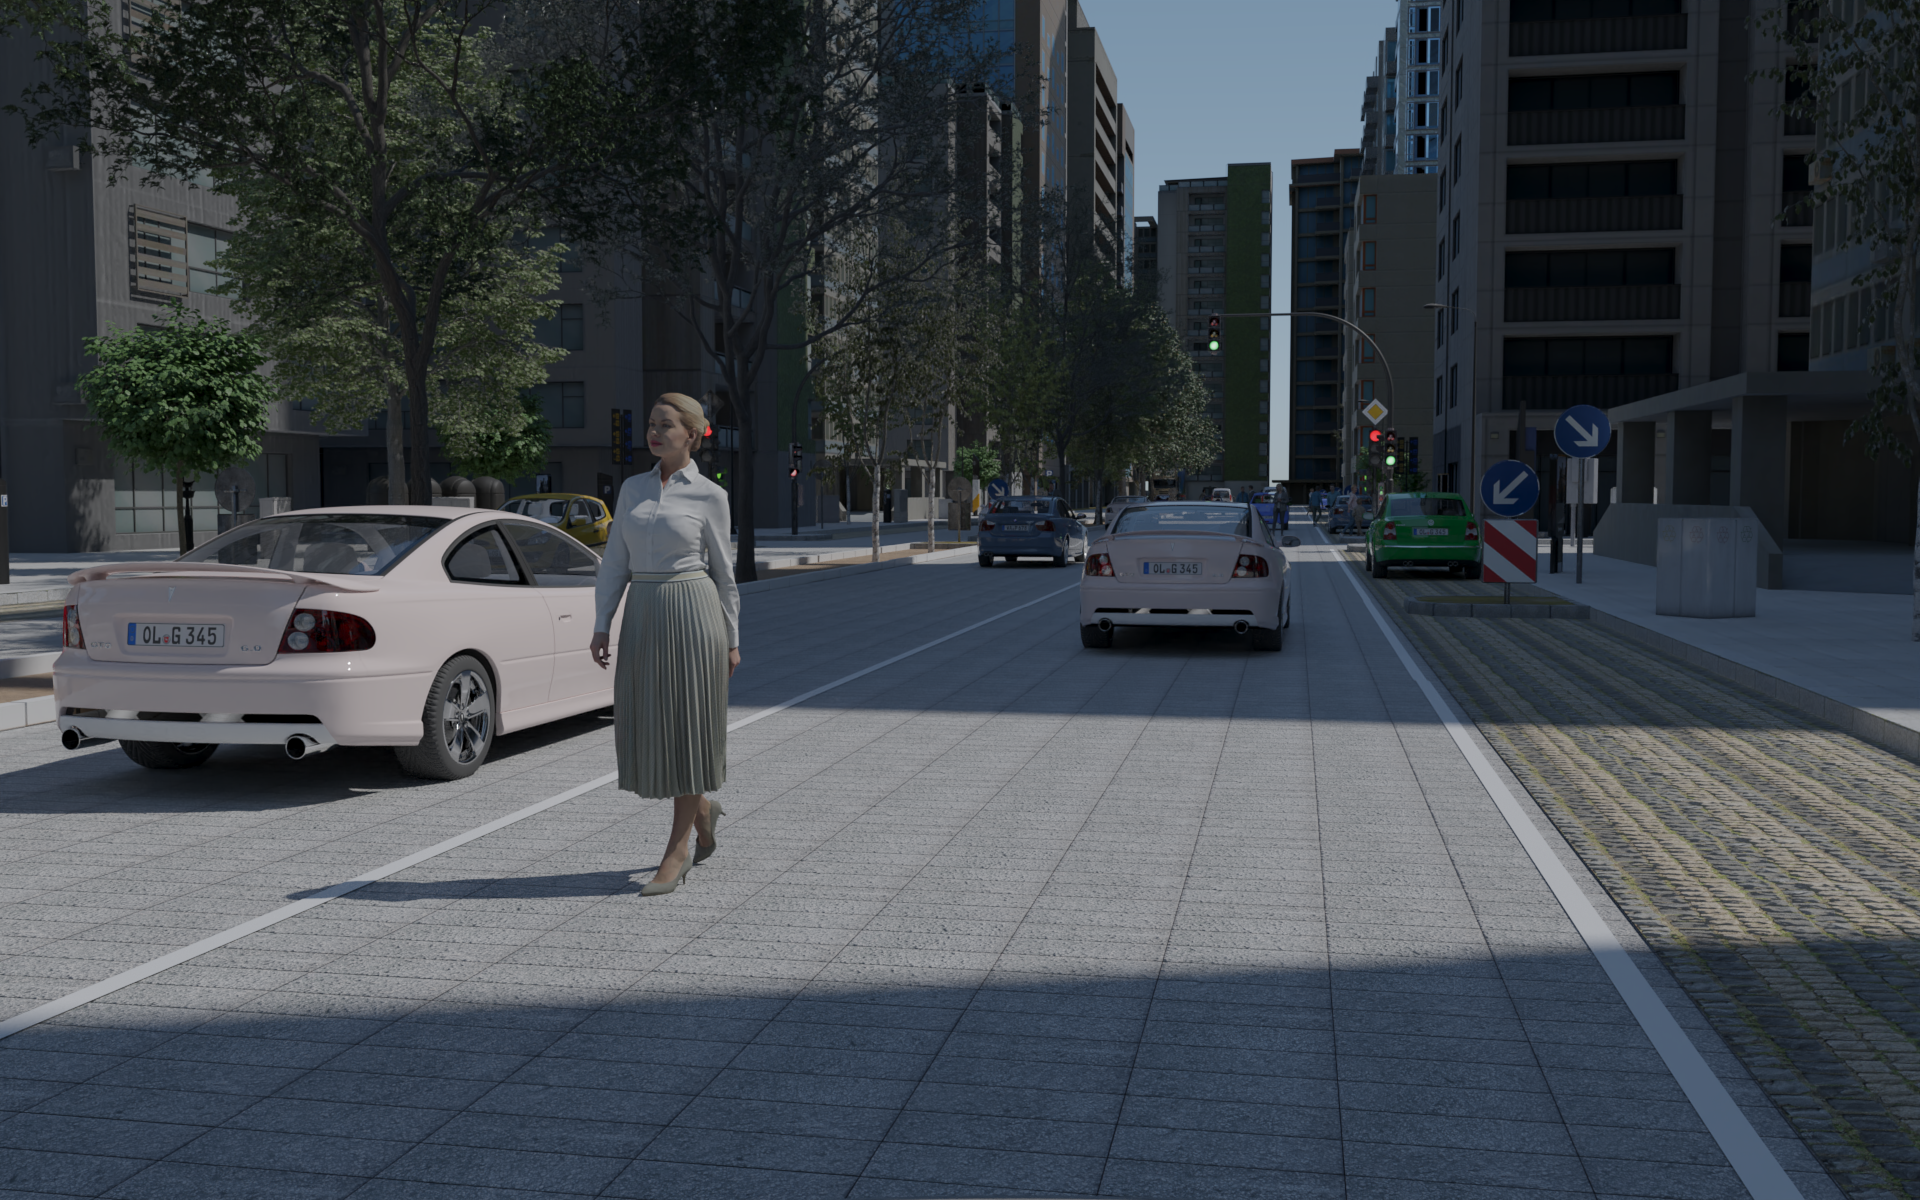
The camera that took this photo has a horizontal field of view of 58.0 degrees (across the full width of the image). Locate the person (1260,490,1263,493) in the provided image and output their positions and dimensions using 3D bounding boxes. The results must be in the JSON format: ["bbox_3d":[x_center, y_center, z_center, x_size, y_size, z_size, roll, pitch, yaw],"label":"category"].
[{"bbox_3d":[19.859,-6.405,114.052,0.563,1.720,0.643,2,4,32],"label":"person"}]

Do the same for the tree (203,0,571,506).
[{"bbox_3d":[-12.267,-7.218,36.143,7.486,12.596,7.792,0,3,0],"label":"tree"}]

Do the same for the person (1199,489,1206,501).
[{"bbox_3d":[20.010,-8.171,142.113,0.705,1.823,1.348,-2,4,-32],"label":"person"}]

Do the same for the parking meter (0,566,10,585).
[{"bbox_3d":[-13.720,-0.989,24.578,0.372,1.533,0.369,0,3,0],"label":"parking meter"}]

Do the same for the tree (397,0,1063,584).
[{"bbox_3d":[-3.391,-6.981,26.960,12.009,13.543,11.850,0,3,0],"label":"tree"}]

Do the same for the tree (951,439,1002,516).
[{"bbox_3d":[1.028,-7.317,103.346,4.285,4.588,4.351,0,3,0],"label":"tree"}]

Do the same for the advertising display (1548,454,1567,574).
[{"bbox_3d":[9.721,-1.405,28.182,0.123,1.923,0.974,2,4,28],"label":"advertising display"}]

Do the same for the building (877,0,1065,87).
[{"bbox_3d":[0.462,-29.742,136.390,14.600,45.320,14.200,1,4,11],"label":"building"}]

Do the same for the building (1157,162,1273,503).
[{"bbox_3d":[31.902,-32.632,217.132,14.086,41.232,14.154,1,4,11],"label":"building"}]

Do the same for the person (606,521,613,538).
[{"bbox_3d":[-2.880,-0.094,15.045,0.382,1.210,0.505,-3,5,-44],"label":"person"}]

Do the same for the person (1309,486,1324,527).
[{"bbox_3d":[15.560,-4.088,75.677,0.444,1.785,0.601,-3,5,-39],"label":"person"}]

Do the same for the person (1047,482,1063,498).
[{"bbox_3d":[3.281,-3.186,60.397,0.655,1.846,0.447,2,4,31],"label":"person"}]

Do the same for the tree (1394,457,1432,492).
[{"bbox_3d":[20.777,-5.219,79.928,1.663,3.219,1.824,0,3,0],"label":"tree"}]

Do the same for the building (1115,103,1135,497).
[{"bbox_3d":[11.922,-33.396,196.128,14.200,45.320,14.600,1,4,11],"label":"building"}]

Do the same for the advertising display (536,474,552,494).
[{"bbox_3d":[-13.309,-3.069,55.398,0.123,1.923,0.974,-3,4,-37],"label":"advertising display"}]

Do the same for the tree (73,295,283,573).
[{"bbox_3d":[-12.957,-2.764,28.908,4.285,4.588,4.351,0,3,0],"label":"tree"}]

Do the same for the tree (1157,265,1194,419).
[{"bbox_3d":[3.983,-9.440,67.163,12.009,13.543,11.850,0,3,0],"label":"tree"}]

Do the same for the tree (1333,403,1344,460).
[{"bbox_3d":[29.778,-10.898,128.543,4.360,8.622,3.978,0,3,0],"label":"tree"}]

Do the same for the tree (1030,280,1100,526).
[{"bbox_3d":[2.469,-6.505,59.182,4.360,8.622,3.978,0,3,0],"label":"tree"}]

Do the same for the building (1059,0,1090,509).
[{"bbox_3d":[0.981,-43.766,153.825,20.563,71.187,20.611,1,4,11],"label":"building"}]

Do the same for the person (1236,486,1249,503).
[{"bbox_3d":[12.808,-4.257,78.445,0.601,1.785,0.444,1,4,15],"label":"person"}]

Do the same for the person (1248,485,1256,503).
[{"bbox_3d":[12.987,-4.182,76.839,0.822,1.834,0.622,2,4,29],"label":"person"}]

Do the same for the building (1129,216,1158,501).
[{"bbox_3d":[14.868,-32.874,229.373,23.993,40.220,32.217,1,4,11],"label":"building"}]

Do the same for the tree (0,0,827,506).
[{"bbox_3d":[-5.170,-4.904,17.054,8.767,10.594,7.601,1,4,11],"label":"tree"}]

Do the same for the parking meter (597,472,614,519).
[{"bbox_3d":[-9.618,-2.526,47.019,0.399,1.863,0.255,-3,4,-38],"label":"parking meter"}]

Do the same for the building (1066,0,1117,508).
[{"bbox_3d":[4.167,-33.771,175.862,21.300,48.544,21.600,1,4,11],"label":"building"}]

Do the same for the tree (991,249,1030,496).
[{"bbox_3d":[-0.669,-5.447,41.883,4.360,8.622,3.978,0,3,0],"label":"tree"}]

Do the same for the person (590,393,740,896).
[{"bbox_3d":[-1.043,0.141,6.417,0.478,1.798,0.641,2,4,25],"label":"person"}]

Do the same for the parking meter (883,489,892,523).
[{"bbox_3d":[-3.238,-4.205,77.158,0.372,1.533,0.369,0,3,0],"label":"parking meter"}]

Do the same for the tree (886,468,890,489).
[{"bbox_3d":[-4.470,-6.710,104.303,1.663,3.219,1.824,0,3,0],"label":"tree"}]

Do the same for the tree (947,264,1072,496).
[{"bbox_3d":[1.534,-6.184,53.930,4.737,8.622,4.395,0,3,0],"label":"tree"}]

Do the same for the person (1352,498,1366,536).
[{"bbox_3d":[12.257,-2.476,53.247,0.475,1.303,0.640,-2,4,-25],"label":"person"}]

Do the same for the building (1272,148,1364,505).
[{"bbox_3d":[54.009,-34.379,216.722,28.867,44.769,22.147,1,4,11],"label":"building"}]

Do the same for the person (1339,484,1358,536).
[{"bbox_3d":[12.328,-2.796,54.894,0.598,1.740,0.731,1,4,10],"label":"person"}]

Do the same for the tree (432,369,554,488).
[{"bbox_3d":[-12.218,-3.787,45.633,4.285,4.588,4.351,0,3,0],"label":"tree"}]

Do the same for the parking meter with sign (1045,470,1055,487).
[{"bbox_3d":[6.639,-7.976,126.669,0.543,3.016,1.738,0,4,-6],"label":"parking meter with sign"}]

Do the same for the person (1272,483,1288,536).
[{"bbox_3d":[10.871,-3.068,58.850,0.537,1.800,0.526,2,4,33],"label":"person"}]

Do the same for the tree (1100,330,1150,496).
[{"bbox_3d":[6.081,-7.528,75.897,4.360,8.622,3.978,0,3,0],"label":"tree"}]

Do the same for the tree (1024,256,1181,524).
[{"bbox_3d":[6.514,-9.861,81.815,7.486,12.596,7.792,0,3,0],"label":"tree"}]

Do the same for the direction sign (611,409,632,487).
[{"bbox_3d":[-9.022,-3.320,46.277,0.379,3.537,0.876,2,4,25],"label":"direction sign"}]

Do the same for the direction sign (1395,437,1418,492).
[{"bbox_3d":[17.718,-4.694,68.748,0.876,3.537,0.379,2,4,26],"label":"direction sign"}]

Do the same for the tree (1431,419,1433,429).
[{"bbox_3d":[27.093,-8.622,91.330,4.360,8.622,3.978,0,3,0],"label":"tree"}]

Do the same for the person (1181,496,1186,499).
[{"bbox_3d":[25.728,-11.770,200.881,1.348,1.831,0.705,-3,4,-37],"label":"person"}]

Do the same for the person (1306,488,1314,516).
[{"bbox_3d":[22.946,-6.392,113.234,0.478,1.798,0.641,-3,5,-40],"label":"person"}]

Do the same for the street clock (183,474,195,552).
[{"bbox_3d":[-17.226,-2.082,38.619,0.471,2.002,0.358,-3,5,-41],"label":"street clock"}]

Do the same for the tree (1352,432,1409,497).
[{"bbox_3d":[21.712,-6.433,88.890,4.285,4.588,4.351,0,3,0],"label":"tree"}]

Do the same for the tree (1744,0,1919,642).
[{"bbox_3d":[8.610,-3.946,14.877,4.360,8.622,3.978,0,3,0],"label":"tree"}]

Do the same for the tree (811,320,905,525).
[{"bbox_3d":[-4.482,-7.466,72.426,4.737,8.622,4.395,0,3,0],"label":"tree"}]

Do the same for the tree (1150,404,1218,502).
[{"bbox_3d":[12.727,-10.795,113.370,8.767,10.594,7.601,1,4,11],"label":"tree"}]

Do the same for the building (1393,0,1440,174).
[{"bbox_3d":[46.488,-51.115,148.407,22.319,86.520,31.000,1,4,11],"label":"building"}]

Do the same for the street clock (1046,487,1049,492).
[{"bbox_3d":[6.175,-7.178,121.924,0.471,2.002,0.358,-2,4,-33],"label":"street clock"}]

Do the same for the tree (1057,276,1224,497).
[{"bbox_3d":[8.498,-10.444,90.221,9.611,12.733,9.660,0,3,0],"label":"tree"}]

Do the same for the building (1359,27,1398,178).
[{"bbox_3d":[53.042,-34.276,180.018,23.786,49.044,30.456,1,4,11],"label":"building"}]

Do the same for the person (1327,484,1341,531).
[{"bbox_3d":[14.324,-3.524,66.135,0.660,1.820,0.620,2,4,30],"label":"person"}]

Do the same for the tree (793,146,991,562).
[{"bbox_3d":[-1.742,-5.112,36.394,4.360,8.622,3.978,0,3,0],"label":"tree"}]
